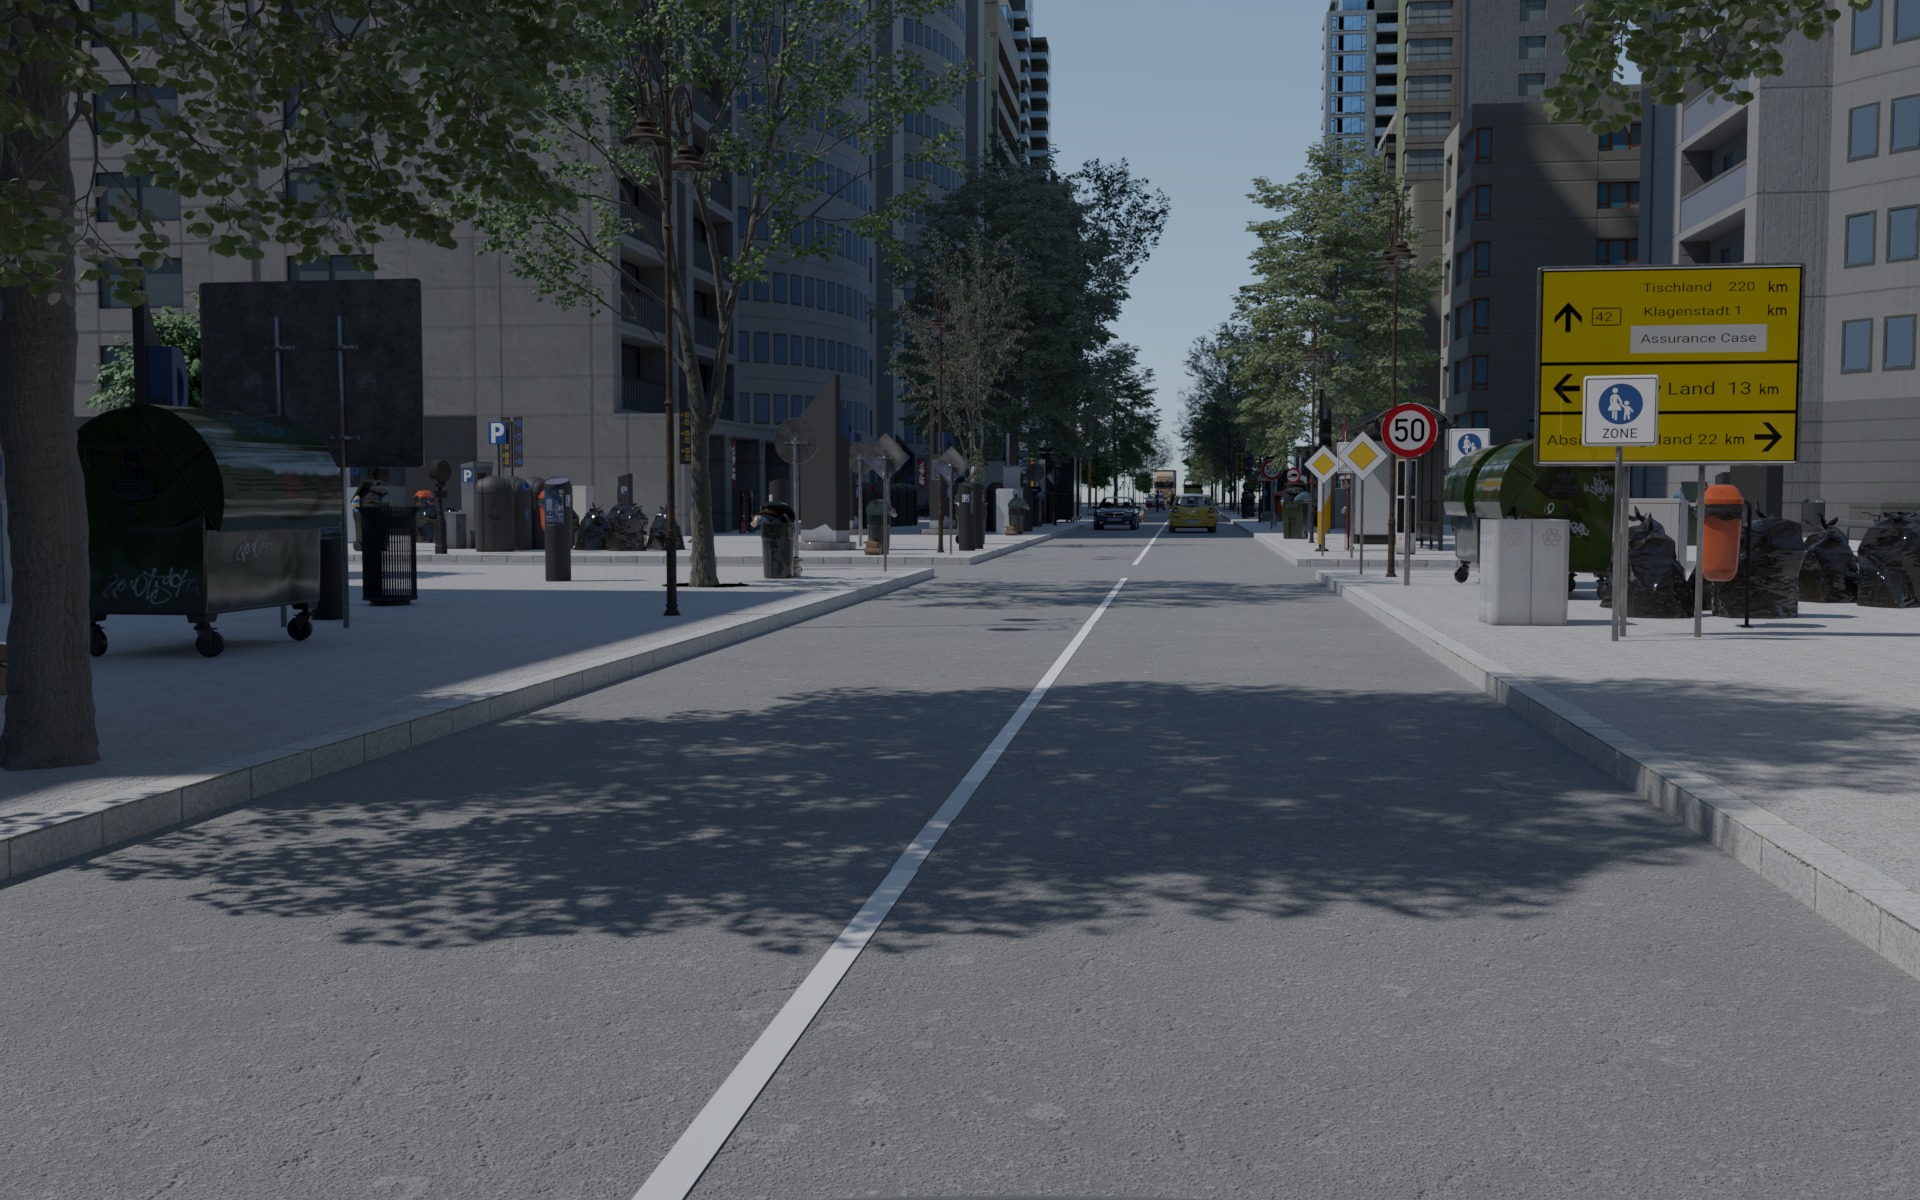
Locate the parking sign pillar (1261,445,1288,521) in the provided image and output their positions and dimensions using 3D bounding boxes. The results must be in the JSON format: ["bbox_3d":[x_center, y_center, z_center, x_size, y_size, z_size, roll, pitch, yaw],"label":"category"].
[{"bbox_3d":[14.972,-5.743,82.368,1.447,3.967,1.447,-2,4,-34],"label":"parking sign pillar"}]

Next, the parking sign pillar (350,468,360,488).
[{"bbox_3d":[-37.816,-7.186,105.970,1.447,3.967,1.447,-2,4,-33],"label":"parking sign pillar"}]

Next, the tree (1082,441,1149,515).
[{"bbox_3d":[8.433,-7.528,106.789,4.285,4.588,4.351,0,3,0],"label":"tree"}]

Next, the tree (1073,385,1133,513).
[{"bbox_3d":[8.614,-10.198,117.095,4.360,8.622,3.978,0,3,0],"label":"tree"}]

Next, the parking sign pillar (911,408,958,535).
[{"bbox_3d":[-0.539,-4.051,54.708,1.447,3.967,1.447,1,4,20],"label":"parking sign pillar"}]

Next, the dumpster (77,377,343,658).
[{"bbox_3d":[-6.278,-0.725,14.353,1.502,2.255,1.985,0,4,8],"label":"dumpster"}]

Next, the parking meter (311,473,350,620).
[{"bbox_3d":[-6.466,-0.571,17.741,0.372,1.533,0.369,0,3,0],"label":"parking meter"}]

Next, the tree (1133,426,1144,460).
[{"bbox_3d":[15.949,-13.175,165.779,4.360,8.622,3.978,0,3,0],"label":"tree"}]

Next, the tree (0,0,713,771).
[{"bbox_3d":[-4.349,-5.516,8.319,7.486,12.596,7.792,0,3,0],"label":"tree"}]

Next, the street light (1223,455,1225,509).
[{"bbox_3d":[23.400,-11.029,153.111,0.468,5.910,1.993,0,4,7],"label":"street light"}]

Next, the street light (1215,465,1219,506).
[{"bbox_3d":[27.615,-12.981,185.030,0.468,5.910,1.993,0,4,7],"label":"street light"}]

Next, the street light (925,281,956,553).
[{"bbox_3d":[-0.422,-3.973,37.747,0.468,5.910,1.993,0,4,7],"label":"street light"}]

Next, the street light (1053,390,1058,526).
[{"bbox_3d":[3.887,-5.974,70.455,0.468,5.910,1.993,0,4,7],"label":"street light"}]

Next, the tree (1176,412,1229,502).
[{"bbox_3d":[36.728,-21.175,252.872,9.857,13.997,8.962,0,3,0],"label":"tree"}]

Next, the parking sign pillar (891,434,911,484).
[{"bbox_3d":[-2.575,-5.459,77.719,1.447,3.967,1.447,-3,4,-38],"label":"parking sign pillar"}]

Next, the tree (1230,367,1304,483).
[{"bbox_3d":[16.293,-8.669,92.101,4.737,8.622,4.395,0,3,0],"label":"tree"}]

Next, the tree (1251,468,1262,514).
[{"bbox_3d":[19.249,-7.222,112.689,1.663,3.219,1.824,0,3,0],"label":"tree"}]

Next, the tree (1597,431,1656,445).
[{"bbox_3d":[24.370,-5.183,68.456,4.285,4.588,4.351,0,3,0],"label":"tree"}]

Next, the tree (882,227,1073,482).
[{"bbox_3d":[0.157,-5.912,47.030,4.360,8.622,3.978,0,3,0],"label":"tree"}]

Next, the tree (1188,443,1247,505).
[{"bbox_3d":[29.885,-15.943,195.079,8.767,10.594,7.601,-1,4,-12],"label":"tree"}]

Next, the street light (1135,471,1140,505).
[{"bbox_3d":[20.297,-13.615,195.394,0.468,5.910,1.993,0,4,7],"label":"street light"}]

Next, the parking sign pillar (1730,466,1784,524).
[{"bbox_3d":[17.688,-3.057,38.461,1.447,3.967,1.447,-1,4,-11],"label":"parking sign pillar"}]

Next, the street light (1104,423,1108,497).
[{"bbox_3d":[9.417,-8.570,112.909,0.468,5.910,1.993,0,4,7],"label":"street light"}]

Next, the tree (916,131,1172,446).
[{"bbox_3d":[4.236,-14.424,91.727,12.611,20.169,13.585,0,3,0],"label":"tree"}]

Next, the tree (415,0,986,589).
[{"bbox_3d":[-3.499,-5.995,23.766,9.928,11.665,9.643,0,3,0],"label":"tree"}]

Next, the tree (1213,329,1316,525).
[{"bbox_3d":[13.014,-7.471,72.516,4.360,8.622,3.978,0,3,0],"label":"tree"}]

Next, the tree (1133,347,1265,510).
[{"bbox_3d":[22.024,-14.105,140.985,12.009,13.543,11.850,0,3,0],"label":"tree"}]

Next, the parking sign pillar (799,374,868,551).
[{"bbox_3d":[-3.098,-3.132,39.685,1.447,3.967,1.447,-3,5,-43],"label":"parking sign pillar"}]

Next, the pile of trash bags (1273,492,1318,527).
[{"bbox_3d":[13.732,-3.586,68.375,1.912,1.369,3.447,-3,5,-41],"label":"pile of trash bags"}]

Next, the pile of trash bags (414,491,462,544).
[{"bbox_3d":[-13.677,-2.220,46.048,1.912,1.369,3.447,-3,5,-41],"label":"pile of trash bags"}]

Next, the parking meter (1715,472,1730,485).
[{"bbox_3d":[20.216,-2.461,45.952,0.255,1.863,0.399,0,4,-4],"label":"parking meter"}]

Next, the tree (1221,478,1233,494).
[{"bbox_3d":[27.936,-11.351,180.192,1.663,3.219,1.824,0,3,0],"label":"tree"}]

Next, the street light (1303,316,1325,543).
[{"bbox_3d":[9.218,-4.431,45.227,0.468,5.910,1.993,0,4,7],"label":"street light"}]

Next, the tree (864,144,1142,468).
[{"bbox_3d":[1.736,-9.551,62.814,9.857,13.997,8.962,0,3,0],"label":"tree"}]

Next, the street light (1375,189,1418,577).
[{"bbox_3d":[6.669,-3.292,26.612,0.468,5.910,1.993,0,4,7],"label":"street light"}]

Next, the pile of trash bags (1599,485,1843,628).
[{"bbox_3d":[7.757,-0.506,18.026,1.912,1.369,3.447,1,4,17],"label":"pile of trash bags"}]

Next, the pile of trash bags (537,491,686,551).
[{"bbox_3d":[-8.013,-1.799,39.159,1.912,1.369,3.447,3,5,42],"label":"pile of trash bags"}]

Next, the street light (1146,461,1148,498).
[{"bbox_3d":[24.458,-15.568,227.321,0.468,5.910,1.993,0,4,7],"label":"street light"}]

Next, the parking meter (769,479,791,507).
[{"bbox_3d":[-3.058,-1.290,29.499,0.372,1.533,0.369,0,3,0],"label":"parking meter"}]

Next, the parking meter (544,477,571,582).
[{"bbox_3d":[-5.923,-1.045,25.496,0.372,1.533,0.369,0,3,0],"label":"parking meter"}]

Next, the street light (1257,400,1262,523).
[{"bbox_3d":[13.449,-6.411,77.609,0.468,5.910,1.993,0,4,7],"label":"street light"}]

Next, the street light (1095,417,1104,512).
[{"bbox_3d":[8.075,-7.926,102.378,0.468,5.910,1.993,0,4,7],"label":"street light"}]

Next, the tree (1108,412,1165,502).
[{"bbox_3d":[18.540,-15.495,187.758,7.601,10.594,8.767,-1,4,-10],"label":"tree"}]

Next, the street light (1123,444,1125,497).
[{"bbox_3d":[13.735,-10.530,144.950,0.468,5.910,1.993,0,4,7],"label":"street light"}]

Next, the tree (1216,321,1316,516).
[{"bbox_3d":[16.869,-10.744,101.412,9.928,11.665,9.643,0,3,0],"label":"tree"}]

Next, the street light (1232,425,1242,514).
[{"bbox_3d":[17.632,-8.364,109.542,0.468,5.910,1.993,0,4,7],"label":"street light"}]

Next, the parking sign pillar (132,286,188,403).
[{"bbox_3d":[-10.681,-2.124,23.204,1.447,3.967,1.447,-1,4,-14],"label":"parking sign pillar"}]

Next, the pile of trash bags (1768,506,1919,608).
[{"bbox_3d":[11.743,-0.651,20.395,3.447,1.369,1.912,0,4,-5],"label":"pile of trash bags"}]

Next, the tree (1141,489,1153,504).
[{"bbox_3d":[25.548,-14.772,236.116,1.663,3.219,1.824,0,3,0],"label":"tree"}]

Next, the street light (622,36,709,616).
[{"bbox_3d":[-3.046,-2.774,18.139,0.468,5.910,1.993,0,4,7],"label":"street light"}]

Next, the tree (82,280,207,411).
[{"bbox_3d":[-11.670,-2.635,26.791,4.285,4.588,4.351,0,3,0],"label":"tree"}]

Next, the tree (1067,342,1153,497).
[{"bbox_3d":[11.524,-12.922,129.402,7.486,12.596,7.792,0,3,0],"label":"tree"}]

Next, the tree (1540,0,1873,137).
[{"bbox_3d":[5.267,-5.457,7.351,7.486,12.596,7.792,0,3,0],"label":"tree"}]

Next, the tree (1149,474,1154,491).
[{"bbox_3d":[22.848,-14.233,216.425,4.285,4.588,4.351,0,3,0],"label":"tree"}]
